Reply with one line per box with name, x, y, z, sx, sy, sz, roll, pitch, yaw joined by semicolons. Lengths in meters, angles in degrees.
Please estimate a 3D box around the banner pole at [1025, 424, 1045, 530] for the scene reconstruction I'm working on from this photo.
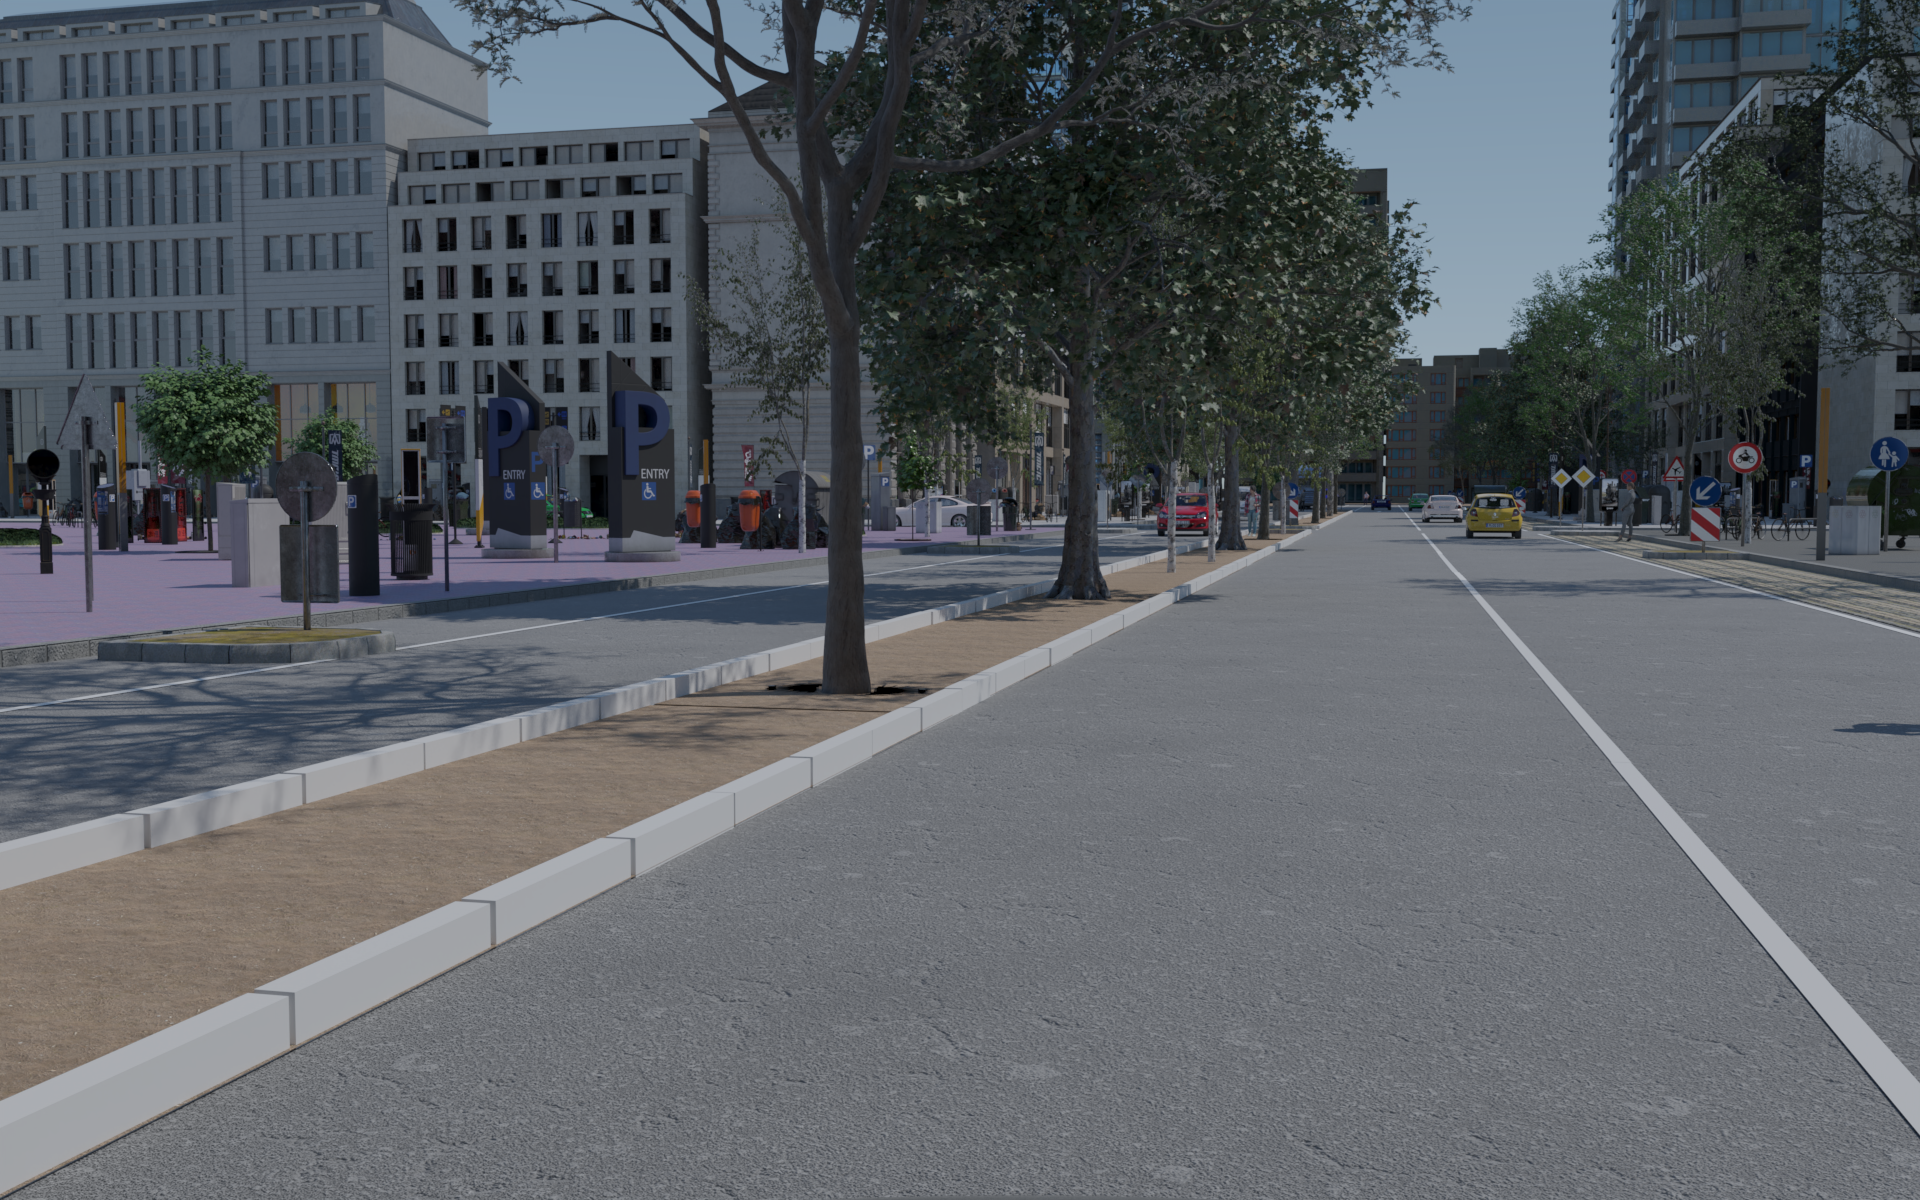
banner pole;2.701;-4.392;61.827;0.863;3.779;0.401;-3;5;-39

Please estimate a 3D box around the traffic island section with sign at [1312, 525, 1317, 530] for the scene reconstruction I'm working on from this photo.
traffic island section with sign;13.416;-3.788;70.078;2.006;1.907;1.989;1;4;14

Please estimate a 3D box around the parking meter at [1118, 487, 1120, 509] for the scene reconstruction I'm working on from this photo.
parking meter;13.691;-8.703;148.000;0.255;1.863;0.399;3;4;37

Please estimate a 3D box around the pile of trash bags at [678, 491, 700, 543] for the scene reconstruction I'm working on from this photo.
pile of trash bags;-6.463;-2.165;45.145;1.912;1.369;3.447;1;4;9

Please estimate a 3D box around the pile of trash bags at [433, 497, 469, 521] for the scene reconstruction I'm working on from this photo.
pile of trash bags;-23.819;-4.455;82.585;3.447;1.369;1.912;0;4;8

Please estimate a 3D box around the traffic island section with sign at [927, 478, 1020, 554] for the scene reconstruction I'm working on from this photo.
traffic island section with sign;0.391;-2.061;42.320;1.989;1.847;2.006;1;4;14

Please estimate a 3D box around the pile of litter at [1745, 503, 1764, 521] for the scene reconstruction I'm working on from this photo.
pile of litter;38.199;-4.247;83.407;1.176;0.858;1.719;3;4;39

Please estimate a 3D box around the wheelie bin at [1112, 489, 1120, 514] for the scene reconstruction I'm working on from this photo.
wheelie bin;9.704;-6.272;110.461;0.693;1.594;0.980;0;4;6

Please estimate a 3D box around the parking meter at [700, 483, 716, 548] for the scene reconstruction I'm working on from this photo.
parking meter;-5.990;-2.005;41.188;0.372;1.533;0.369;0;3;0

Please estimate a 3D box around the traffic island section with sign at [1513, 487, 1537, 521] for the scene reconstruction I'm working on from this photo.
traffic island section with sign;29.499;-5.090;91.854;1.989;1.847;2.006;1;4;14

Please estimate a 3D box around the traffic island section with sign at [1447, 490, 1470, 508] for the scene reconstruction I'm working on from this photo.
traffic island section with sign;48.193;-9.709;167.364;1.989;1.847;2.006;1;4;14

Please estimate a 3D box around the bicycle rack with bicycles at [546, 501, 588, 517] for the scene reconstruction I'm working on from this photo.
bicycle rack with bicycles;-20.110;-4.534;87.521;2.852;0.926;2.925;0;4;5

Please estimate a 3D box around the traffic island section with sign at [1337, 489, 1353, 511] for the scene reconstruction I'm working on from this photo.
traffic island section with sign;31.464;-8.250;143.025;2.006;1.907;1.989;1;4;14

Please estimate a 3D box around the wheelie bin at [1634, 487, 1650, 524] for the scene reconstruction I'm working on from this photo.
wheelie bin;29.216;-4.079;74.606;0.980;1.594;0.693;-3;4;-36

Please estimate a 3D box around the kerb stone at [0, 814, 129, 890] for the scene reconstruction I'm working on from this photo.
kerb stone;-3.446;0.965;6.465;0.120;0.150;1.000;1;4;14

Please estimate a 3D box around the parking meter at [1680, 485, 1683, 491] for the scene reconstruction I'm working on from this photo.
parking meter;45.252;-6.280;108.383;0.255;1.863;0.399;0;4;5

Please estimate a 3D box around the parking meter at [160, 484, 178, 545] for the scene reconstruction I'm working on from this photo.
parking meter;-20.027;-2.168;43.855;0.372;1.533;0.369;0;3;0

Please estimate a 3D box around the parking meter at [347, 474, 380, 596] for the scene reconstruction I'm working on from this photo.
parking meter;-7.535;-0.823;21.875;0.372;1.533;0.369;0;3;0

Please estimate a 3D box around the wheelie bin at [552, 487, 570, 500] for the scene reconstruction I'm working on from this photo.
wheelie bin;-18.454;-4.420;80.182;0.693;1.594;0.980;3;4;36

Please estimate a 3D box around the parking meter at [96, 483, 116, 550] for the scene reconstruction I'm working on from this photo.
parking meter;-19.603;-1.918;39.777;0.372;1.533;0.369;0;3;0

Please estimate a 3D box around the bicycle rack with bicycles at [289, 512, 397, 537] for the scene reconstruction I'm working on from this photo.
bicycle rack with bicycles;-18.269;-2.267;50.443;2.925;0.926;2.852;0;4;4

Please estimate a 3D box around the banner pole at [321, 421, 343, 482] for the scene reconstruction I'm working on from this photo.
banner pole;-21.595;-4.248;59.469;0.863;3.779;0.401;0;4;-1

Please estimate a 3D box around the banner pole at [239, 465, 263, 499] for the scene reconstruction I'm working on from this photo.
banner pole;-20.672;-3.708;50.649;0.863;3.779;0.401;-3;5;-39

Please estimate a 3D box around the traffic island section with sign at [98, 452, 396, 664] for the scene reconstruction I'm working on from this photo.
traffic island section with sign;-6.237;-0.426;15.594;1.989;1.847;2.006;1;4;14

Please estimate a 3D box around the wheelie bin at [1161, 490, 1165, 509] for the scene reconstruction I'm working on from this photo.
wheelie bin;16.006;-7.901;137.089;0.693;1.594;0.980;-2;4;-25

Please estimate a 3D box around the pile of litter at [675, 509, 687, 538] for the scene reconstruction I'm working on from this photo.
pile of litter;-8.390;-2.275;51.167;1.176;0.858;1.719;2;4;30

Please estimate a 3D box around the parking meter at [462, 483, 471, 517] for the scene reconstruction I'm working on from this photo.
parking meter;-25.232;-5.060;88.447;0.255;1.863;0.399;3;4;38

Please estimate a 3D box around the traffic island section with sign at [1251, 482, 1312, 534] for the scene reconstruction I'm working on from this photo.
traffic island section with sign;11.626;-3.349;62.889;2.006;1.907;1.989;1;4;14

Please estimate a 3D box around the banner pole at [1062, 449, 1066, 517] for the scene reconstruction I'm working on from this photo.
banner pole;5.732;-6.453;95.522;0.401;3.779;0.863;1;4;15

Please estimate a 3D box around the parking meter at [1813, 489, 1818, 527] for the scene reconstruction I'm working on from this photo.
parking meter;33.652;-3.635;67.851;0.372;1.533;0.369;0;3;0

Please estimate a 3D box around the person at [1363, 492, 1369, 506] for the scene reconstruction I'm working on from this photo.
person;50.822;-12.688;216.879;0.436;1.711;0.756;-2;4;-31

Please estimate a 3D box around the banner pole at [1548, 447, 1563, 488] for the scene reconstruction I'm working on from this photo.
banner pole;31.707;-6.244;92.107;0.863;3.779;0.401;2;4;28

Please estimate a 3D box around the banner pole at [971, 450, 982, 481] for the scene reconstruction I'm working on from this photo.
banner pole;0.881;-6.587;97.716;0.863;3.779;0.401;-2;4;-26

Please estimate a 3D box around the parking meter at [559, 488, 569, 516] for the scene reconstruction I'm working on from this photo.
parking meter;-16.098;-3.792;70.418;0.372;1.533;0.369;0;3;0

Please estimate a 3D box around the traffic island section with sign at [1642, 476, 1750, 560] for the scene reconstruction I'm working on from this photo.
traffic island section with sign;16.284;-1.823;38.439;1.989;1.847;2.006;1;4;14

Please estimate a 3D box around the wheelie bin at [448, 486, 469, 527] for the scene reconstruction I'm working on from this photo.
wheelie bin;-19.729;-3.679;68.068;0.980;1.594;0.693;1;4;20

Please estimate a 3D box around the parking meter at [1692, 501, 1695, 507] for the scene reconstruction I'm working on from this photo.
parking meter;36.569;-4.782;86.592;0.372;1.533;0.369;0;3;0

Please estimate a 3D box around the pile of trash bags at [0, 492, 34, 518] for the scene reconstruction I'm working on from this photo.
pile of trash bags;-52.121;-5.146;93.896;3.447;1.369;1.912;-2;4;-32

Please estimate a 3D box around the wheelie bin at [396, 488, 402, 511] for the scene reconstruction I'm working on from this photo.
wheelie bin;-25.613;-4.418;80.150;0.693;1.594;0.980;1;4;15

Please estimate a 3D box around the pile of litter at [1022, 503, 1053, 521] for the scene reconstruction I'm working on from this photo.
pile of litter;3.723;-4.297;84.224;1.176;0.858;1.719;-3;5;-40

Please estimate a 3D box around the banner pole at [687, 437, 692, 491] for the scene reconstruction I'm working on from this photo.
banner pole;-11.827;-5.257;75.964;0.401;3.779;0.863;0;4;3

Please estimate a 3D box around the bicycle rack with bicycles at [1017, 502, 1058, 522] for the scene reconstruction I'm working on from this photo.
bicycle rack with bicycles;3.398;-4.008;78.905;2.852;0.926;2.925;0;4;4

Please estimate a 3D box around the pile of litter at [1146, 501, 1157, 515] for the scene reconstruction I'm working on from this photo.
pile of litter;11.540;-5.654;106.405;1.176;0.858;1.719;-2;4;-33

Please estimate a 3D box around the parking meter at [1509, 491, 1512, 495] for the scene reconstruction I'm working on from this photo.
parking meter;42.010;-7.554;131.926;0.372;1.533;0.369;0;3;0

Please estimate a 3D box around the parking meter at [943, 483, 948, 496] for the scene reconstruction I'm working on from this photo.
parking meter;-0.857;-5.214;90.962;0.399;1.863;0.255;3;5;44

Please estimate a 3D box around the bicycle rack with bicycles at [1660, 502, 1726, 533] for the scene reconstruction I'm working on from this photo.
bicycle rack with bicycles;24.557;-2.620;56.213;2.852;0.926;2.925;-1;4;-9

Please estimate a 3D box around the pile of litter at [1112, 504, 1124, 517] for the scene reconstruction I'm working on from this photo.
pile of litter;8.790;-5.022;96.071;1.176;0.858;1.719;0;4;-3

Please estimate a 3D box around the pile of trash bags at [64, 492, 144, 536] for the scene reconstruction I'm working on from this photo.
pile of trash bags;-25.732;-2.672;53.433;1.912;1.369;3.447;0;4;-1

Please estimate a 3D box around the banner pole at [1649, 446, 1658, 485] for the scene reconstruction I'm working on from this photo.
banner pole;36.235;-6.154;90.640;0.401;3.779;0.863;-1;4;-15

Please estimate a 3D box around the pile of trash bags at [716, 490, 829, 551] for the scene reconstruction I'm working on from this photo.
pile of trash bags;-4.275;-1.865;40.243;1.912;1.369;3.447;1;4;17

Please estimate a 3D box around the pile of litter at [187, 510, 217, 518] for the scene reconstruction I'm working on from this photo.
pile of litter;-41.247;-4.890;93.921;1.719;0.858;1.176;1;4;11

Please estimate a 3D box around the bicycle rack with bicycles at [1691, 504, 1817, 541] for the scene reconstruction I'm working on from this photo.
bicycle rack with bicycles;22.447;-2.132;48.240;2.925;0.926;2.852;-3;4;-36

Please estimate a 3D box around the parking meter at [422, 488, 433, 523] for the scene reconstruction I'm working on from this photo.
parking meter;-20.714;-3.608;67.397;0.372;1.533;0.369;0;3;0

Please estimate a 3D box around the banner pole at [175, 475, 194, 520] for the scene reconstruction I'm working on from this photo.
banner pole;-38.167;-5.845;85.585;0.863;3.779;0.401;1;4;15

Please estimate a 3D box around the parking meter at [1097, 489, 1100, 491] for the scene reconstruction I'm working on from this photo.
parking meter;6.907;-4.674;84.828;0.372;1.533;0.369;0;3;0

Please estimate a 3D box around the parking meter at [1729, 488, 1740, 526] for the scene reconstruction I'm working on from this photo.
parking meter;30.766;-3.692;68.776;0.372;1.533;0.369;0;3;0

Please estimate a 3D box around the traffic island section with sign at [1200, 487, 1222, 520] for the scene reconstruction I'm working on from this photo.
traffic island section with sign;13.602;-5.327;95.730;1.989;1.847;2.006;1;4;14
